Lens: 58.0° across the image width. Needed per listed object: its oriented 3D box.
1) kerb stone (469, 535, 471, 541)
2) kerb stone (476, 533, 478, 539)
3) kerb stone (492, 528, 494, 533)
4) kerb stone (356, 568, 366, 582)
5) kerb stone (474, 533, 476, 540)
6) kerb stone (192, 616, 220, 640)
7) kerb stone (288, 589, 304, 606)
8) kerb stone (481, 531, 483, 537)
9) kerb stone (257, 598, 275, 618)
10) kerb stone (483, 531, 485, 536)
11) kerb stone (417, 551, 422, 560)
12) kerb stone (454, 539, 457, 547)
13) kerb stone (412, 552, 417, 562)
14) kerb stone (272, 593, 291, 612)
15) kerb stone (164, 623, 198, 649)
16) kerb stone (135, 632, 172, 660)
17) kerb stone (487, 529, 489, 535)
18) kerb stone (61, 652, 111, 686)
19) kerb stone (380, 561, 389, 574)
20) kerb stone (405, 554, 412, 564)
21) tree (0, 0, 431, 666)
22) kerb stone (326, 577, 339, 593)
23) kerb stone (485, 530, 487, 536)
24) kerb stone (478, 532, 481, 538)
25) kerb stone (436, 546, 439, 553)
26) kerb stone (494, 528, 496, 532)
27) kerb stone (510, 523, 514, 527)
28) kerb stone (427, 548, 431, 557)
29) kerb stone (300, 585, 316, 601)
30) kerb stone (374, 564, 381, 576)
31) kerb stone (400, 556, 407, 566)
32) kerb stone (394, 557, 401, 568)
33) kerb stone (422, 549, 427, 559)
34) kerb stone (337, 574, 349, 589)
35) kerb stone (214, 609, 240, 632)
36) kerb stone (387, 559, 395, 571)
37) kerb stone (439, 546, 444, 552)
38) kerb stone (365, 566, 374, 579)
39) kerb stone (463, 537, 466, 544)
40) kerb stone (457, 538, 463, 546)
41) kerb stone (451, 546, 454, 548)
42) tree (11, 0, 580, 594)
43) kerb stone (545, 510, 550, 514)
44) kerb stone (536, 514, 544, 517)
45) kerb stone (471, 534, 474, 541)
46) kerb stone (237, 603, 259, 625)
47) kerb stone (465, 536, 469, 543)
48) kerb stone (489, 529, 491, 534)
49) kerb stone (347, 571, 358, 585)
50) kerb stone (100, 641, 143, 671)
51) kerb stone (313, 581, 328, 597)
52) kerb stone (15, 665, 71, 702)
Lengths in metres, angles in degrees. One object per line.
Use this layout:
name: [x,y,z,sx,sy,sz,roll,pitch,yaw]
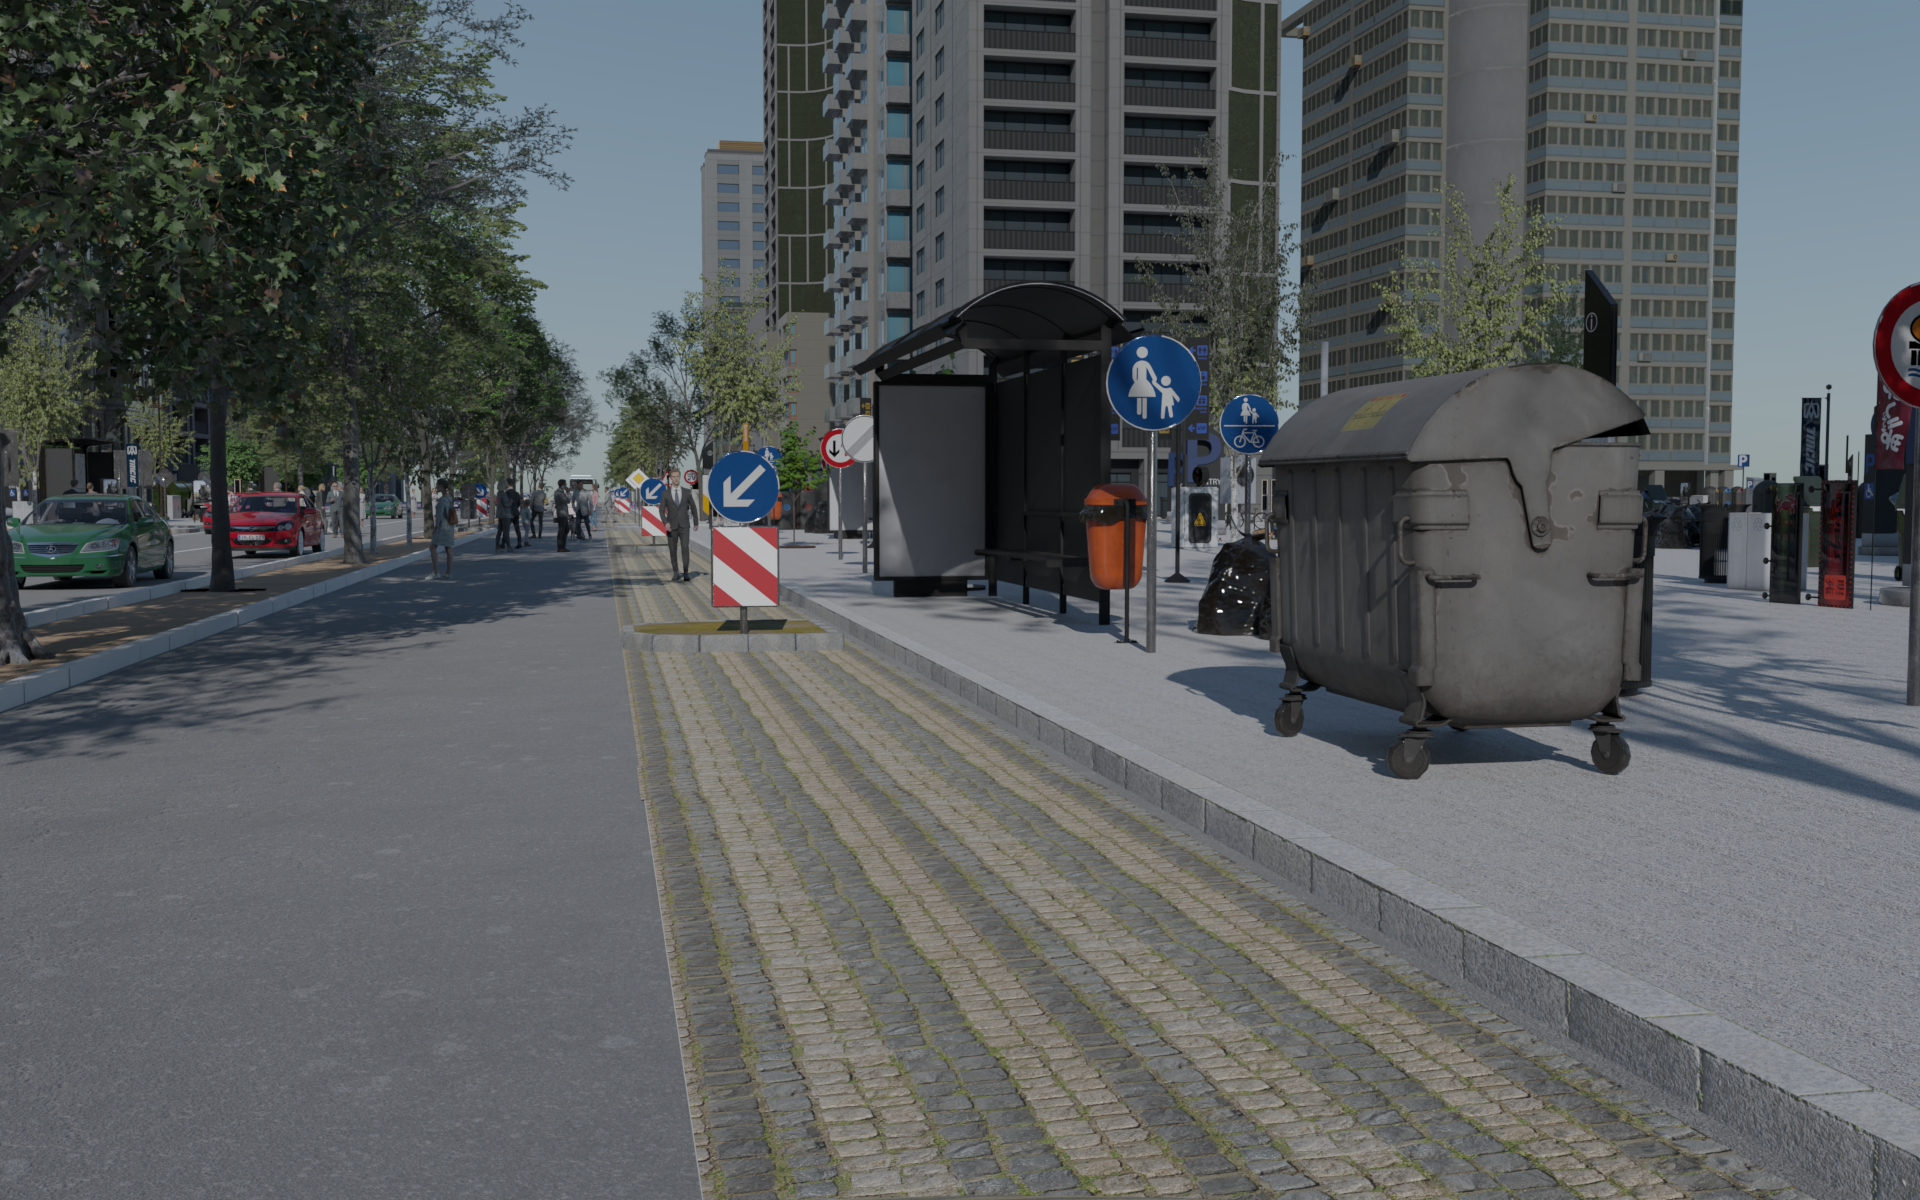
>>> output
kerb stone: [-14.699,-1.781,51.462,0.120,0.150,1.000,-1,4,-12]
kerb stone: [-15.330,-1.974,54.474,0.120,0.150,1.000,-1,4,-12]
kerb stone: [-16.995,-2.466,62.511,0.120,0.150,1.000,-1,4,-12]
kerb stone: [-9.911,-0.380,28.409,0.120,0.150,1.000,-1,4,-12]
kerb stone: [-15.121,-1.913,53.470,0.120,0.150,1.000,-1,4,-12]
kerb stone: [-7.617,0.295,17.366,0.120,0.150,1.000,-1,4,-12]
kerb stone: [-8.655,-0.011,22.383,0.120,0.150,1.000,-1,4,-12]
kerb stone: [-15.751,-2.097,56.495,0.120,0.150,1.000,-1,4,-12]
kerb stone: [-8.244,0.115,20.380,0.120,0.150,1.000,-1,4,-12]
kerb stone: [-15.956,-2.159,57.498,0.120,0.150,1.000,-1,4,-12]
kerb stone: [-11.784,-0.931,37.422,0.120,0.150,1.000,-1,4,-12]
kerb stone: [-13.653,-1.483,46.447,0.120,0.150,1.000,-1,4,-12]
kerb stone: [-11.579,-0.870,36.421,0.120,0.150,1.000,-1,4,-12]
kerb stone: [-8.448,0.050,21.382,0.120,0.150,1.000,-1,4,-12]
kerb stone: [-7.409,0.357,16.365,0.120,0.150,1.000,-1,4,-12]
kerb stone: [-7.203,0.418,15.362,0.120,0.150,1.000,-1,4,-12]
kerb stone: [-16.365,-2.282,59.501,0.120,0.150,1.000,-1,4,-12]
kerb stone: [-6.778,0.542,13.362,0.120,0.150,1.000,-1,4,-12]
kerb stone: [-10.531,-0.564,31.415,0.120,0.150,1.000,-1,4,-12]
kerb stone: [-11.368,-0.807,35.419,0.120,0.150,1.000,-1,4,-12]
tree: [-8.277,-5.798,14.268,9.611,12.733,9.660,0,3,0]
kerb stone: [-9.280,-0.196,25.399,0.120,0.150,1.000,-1,4,-12]
kerb stone: [-16.168,-2.220,58.498,0.120,0.150,1.000,-1,4,-12]
kerb stone: [-15.531,-2.036,55.477,0.120,0.150,1.000,-1,4,-12]
kerb stone: [-12.624,-1.177,41.435,0.120,0.150,1.000,-1,4,-12]
kerb stone: [-17.205,-2.527,63.515,0.120,0.150,1.000,-1,4,-12]
kerb stone: [-20.654,-3.540,80.145,0.120,0.150,1.000,-1,4,-12]
kerb stone: [-12.198,-1.051,39.430,0.120,0.150,1.000,-1,4,-12]
kerb stone: [-8.875,-0.071,23.384,0.120,0.150,1.000,-1,4,-12]
kerb stone: [-10.329,-0.502,30.410,0.120,0.150,1.000,-1,4,-12]
kerb stone: [-11.162,-0.745,34.418,0.120,0.150,1.000,-1,4,-12]
kerb stone: [-10.952,-0.686,33.417,0.120,0.150,1.000,-1,4,-12]
kerb stone: [-11.996,-0.993,38.425,0.120,0.150,1.000,-1,4,-12]
kerb stone: [-9.493,-0.257,26.403,0.120,0.150,1.000,-1,4,-12]
kerb stone: [-7.828,0.234,18.366,0.120,0.150,1.000,-1,4,-12]
kerb stone: [-10.740,-0.625,32.416,0.120,0.150,1.000,-1,4,-12]
kerb stone: [-12.825,-1.238,42.437,0.120,0.150,1.000,-1,4,-12]
kerb stone: [-10.117,-0.441,29.410,0.120,0.150,1.000,-1,4,-12]
kerb stone: [-14.287,-1.667,49.458,0.120,0.150,1.000,-1,4,-12]
kerb stone: [-14.075,-1.604,48.456,0.120,0.150,1.000,-1,4,-12]
kerb stone: [-13.449,-1.419,45.446,0.120,0.150,1.000,-1,4,-12]
tree: [-10.849,-6.865,25.062,12.009,13.543,11.850,0,3,0]
kerb stone: [-30.879,-6.550,129.292,0.120,0.150,1.000,-1,4,-12]
kerb stone: [-27.950,-5.689,115.242,0.120,0.150,1.000,-1,4,-12]
kerb stone: [-14.912,-1.852,52.469,0.120,0.150,1.000,-1,4,-12]
kerb stone: [-8.028,0.173,19.373,0.120,0.150,1.000,-1,4,-12]
kerb stone: [-14.491,-1.728,50.460,0.120,0.150,1.000,-1,4,-12]
kerb stone: [-16.579,-2.343,60.503,0.120,0.150,1.000,-1,4,-12]
kerb stone: [-9.699,-0.317,27.409,0.120,0.150,1.000,-1,4,-12]
kerb stone: [-6.993,0.479,14.362,0.120,0.150,1.000,-1,4,-12]
kerb stone: [-9.077,-0.134,24.389,0.120,0.150,1.000,-1,4,-12]
kerb stone: [-6.574,0.603,12.357,0.120,0.150,1.000,-1,4,-12]
